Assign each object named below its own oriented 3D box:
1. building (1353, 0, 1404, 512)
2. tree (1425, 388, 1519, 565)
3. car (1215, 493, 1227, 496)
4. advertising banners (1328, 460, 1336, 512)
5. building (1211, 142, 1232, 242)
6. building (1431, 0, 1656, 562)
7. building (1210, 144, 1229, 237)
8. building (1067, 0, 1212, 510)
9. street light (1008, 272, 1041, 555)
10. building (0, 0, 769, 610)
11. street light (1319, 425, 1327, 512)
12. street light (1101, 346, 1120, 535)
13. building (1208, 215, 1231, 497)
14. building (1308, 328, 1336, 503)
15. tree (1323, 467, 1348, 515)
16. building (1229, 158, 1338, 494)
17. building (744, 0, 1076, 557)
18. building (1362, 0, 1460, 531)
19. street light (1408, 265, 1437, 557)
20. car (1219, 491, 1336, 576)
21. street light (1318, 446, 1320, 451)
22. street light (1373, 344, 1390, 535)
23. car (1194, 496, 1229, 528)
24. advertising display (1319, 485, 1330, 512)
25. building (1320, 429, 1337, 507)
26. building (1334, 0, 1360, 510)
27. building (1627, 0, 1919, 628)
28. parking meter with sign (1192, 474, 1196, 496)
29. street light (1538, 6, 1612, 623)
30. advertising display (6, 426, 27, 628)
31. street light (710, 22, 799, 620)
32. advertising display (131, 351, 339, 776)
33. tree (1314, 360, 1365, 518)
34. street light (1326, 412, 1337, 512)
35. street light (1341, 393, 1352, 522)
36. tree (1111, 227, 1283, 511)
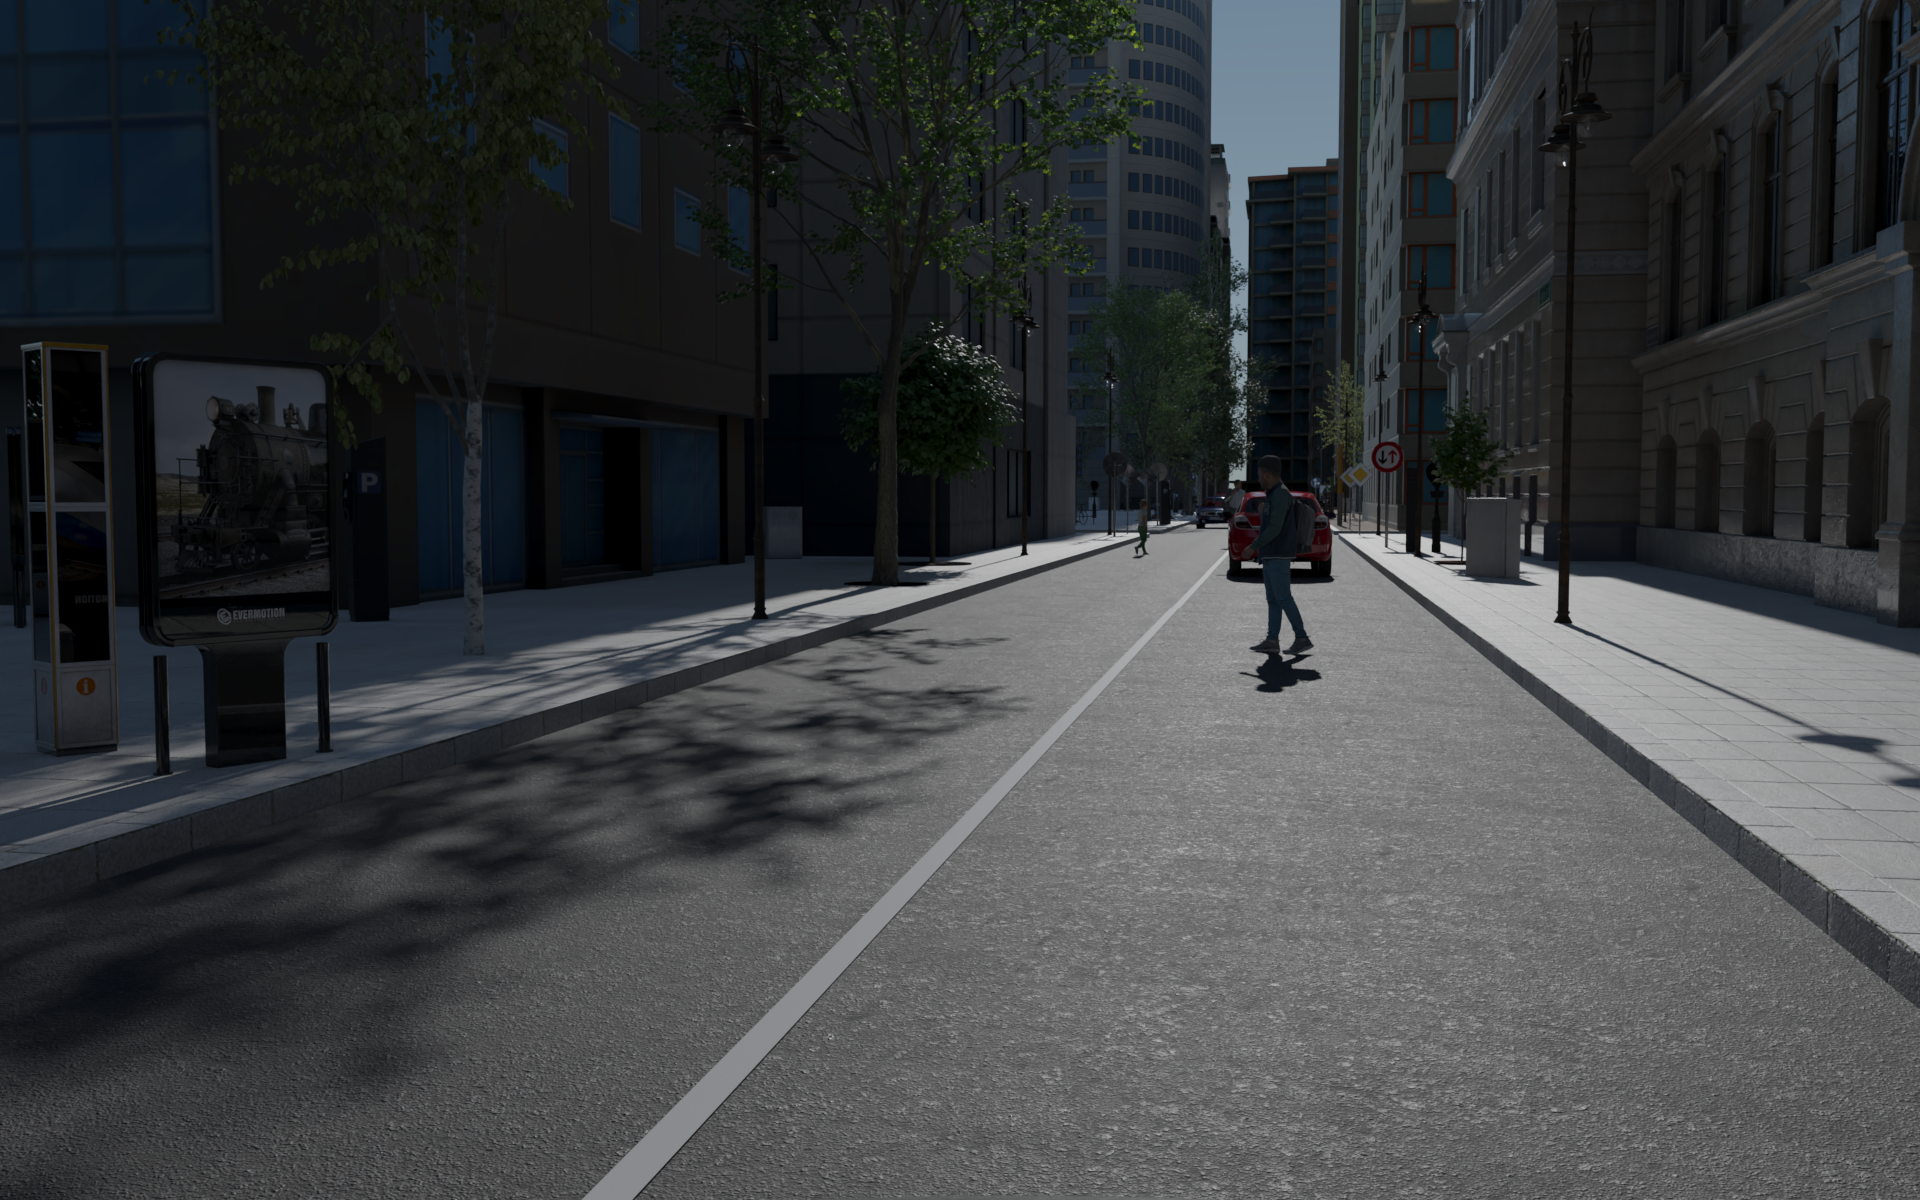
[{"bbox_3d":[36.107,-27.097,126.622,14.154,41.232,14.086,1,4,11],"label":"building"},{"bbox_3d":[9.331,-2.264,31.626,1.663,3.219,1.824,0,3,0],"label":"tree"},{"bbox_3d":[13.865,-4.930,89.641,2.155,1.783,4.494,1,4,11],"label":"car"},{"bbox_3d":[19.175,-5.693,89.267,0.090,3.025,2.074,1,4,21],"label":"advertising banners"},{"bbox_3d":[21.152,-37.601,234.376,30.456,49.044,23.786,1,4,11],"label":"building"},{"bbox_3d":[19.037,-15.579,40.627,13.634,28.700,20.117,1,4,11],"label":"building"},{"bbox_3d":[24.579,-31.884,204.900,14.086,41.232,14.154,1,4,11],"label":"building"},{"bbox_3d":[10.853,-37.325,152.265,21.231,58.520,28.212,1,4,11],"label":"building"},{"bbox_3d":[1.351,-3.875,36.143,0.468,5.910,1.993,1,4,11],"label":"street light"},{"bbox_3d":[-11.668,-22.960,25.507,14.600,45.320,14.200,1,4,11],"label":"building"},{"bbox_3d":[24.541,-8.762,116.051,0.468,5.910,1.993,1,4,11],"label":"street light"},{"bbox_3d":[4.690,-4.971,54.068,0.468,5.910,1.993,1,4,11],"label":"street light"},{"bbox_3d":[22.046,-25.475,188.212,14.160,30.474,14.107,1,4,11],"label":"building"},{"bbox_3d":[53.192,-21.280,192.969,27.650,21.520,28.899,1,4,11],"label":"building"},{"bbox_3d":[23.502,-6.866,106.861,1.663,3.219,1.824,0,3,0],"label":"tree"},{"bbox_3d":[50.575,-35.085,228.263,28.867,44.769,22.147,1,4,11],"label":"building"},{"bbox_3d":[-8.328,-37.100,44.831,20.611,71.187,20.563,1,4,11],"label":"building"},{"bbox_3d":[32.150,-13.841,71.341,28.899,21.520,27.650,1,4,11],"label":"building"},{"bbox_3d":[9.344,-3.814,35.154,0.468,5.910,1.993,1,4,11],"label":"street light"},{"bbox_3d":[5.828,-1.389,31.749,2.155,1.783,4.494,1,4,9],"label":"car"},{"bbox_3d":[28.019,-9.908,134.775,0.468,5.910,1.993,1,4,11],"label":"street light"},{"bbox_3d":[12.984,-4.940,53.564,0.468,5.910,1.993,1,4,11],"label":"street light"},{"bbox_3d":[10.944,-3.721,73.419,1.945,1.354,3.894,1,4,11],"label":"car"},{"bbox_3d":[25.843,-7.172,122.471,0.974,1.923,0.123,3,5,45],"label":"advertising display"},{"bbox_3d":[45.696,-51.900,161.232,22.319,86.520,31.000,1,4,11],"label":"building"},{"bbox_3d":[37.909,-30.005,140.687,14.600,45.320,14.200,1,4,11],"label":"building"},{"bbox_3d":[14.481,-11.907,13.758,14.460,24.649,34.723,1,4,11],"label":"building"},{"bbox_3d":[18.551,-8.551,136.077,0.543,3.016,1.738,1,4,14],"label":"parking meter with sign"},{"bbox_3d":[6.008,-2.709,17.077,0.468,5.910,1.993,1,4,11],"label":"street light"},{"bbox_3d":[-9.196,-0.714,16.893,0.123,1.923,0.974,-2,4,-28],"label":"advertising display"},{"bbox_3d":[-2.053,-2.741,17.602,0.468,5.910,1.993,1,4,11],"label":"street light"},{"bbox_3d":[-3.406,-0.183,8.212,0.123,1.923,0.974,2,4,34],"label":"advertising display"},{"bbox_3d":[21.400,-8.797,94.199,4.360,8.622,3.978,0,3,0],"label":"tree"},{"bbox_3d":[21.171,-7.666,98.132,0.468,5.910,1.993,1,4,11],"label":"street light"},{"bbox_3d":[17.746,-6.535,79.639,0.468,5.910,1.993,1,4,11],"label":"street light"},{"bbox_3d":[16.963,-16.505,125.751,12.611,20.169,13.585,0,3,0],"label":"tree"}]
